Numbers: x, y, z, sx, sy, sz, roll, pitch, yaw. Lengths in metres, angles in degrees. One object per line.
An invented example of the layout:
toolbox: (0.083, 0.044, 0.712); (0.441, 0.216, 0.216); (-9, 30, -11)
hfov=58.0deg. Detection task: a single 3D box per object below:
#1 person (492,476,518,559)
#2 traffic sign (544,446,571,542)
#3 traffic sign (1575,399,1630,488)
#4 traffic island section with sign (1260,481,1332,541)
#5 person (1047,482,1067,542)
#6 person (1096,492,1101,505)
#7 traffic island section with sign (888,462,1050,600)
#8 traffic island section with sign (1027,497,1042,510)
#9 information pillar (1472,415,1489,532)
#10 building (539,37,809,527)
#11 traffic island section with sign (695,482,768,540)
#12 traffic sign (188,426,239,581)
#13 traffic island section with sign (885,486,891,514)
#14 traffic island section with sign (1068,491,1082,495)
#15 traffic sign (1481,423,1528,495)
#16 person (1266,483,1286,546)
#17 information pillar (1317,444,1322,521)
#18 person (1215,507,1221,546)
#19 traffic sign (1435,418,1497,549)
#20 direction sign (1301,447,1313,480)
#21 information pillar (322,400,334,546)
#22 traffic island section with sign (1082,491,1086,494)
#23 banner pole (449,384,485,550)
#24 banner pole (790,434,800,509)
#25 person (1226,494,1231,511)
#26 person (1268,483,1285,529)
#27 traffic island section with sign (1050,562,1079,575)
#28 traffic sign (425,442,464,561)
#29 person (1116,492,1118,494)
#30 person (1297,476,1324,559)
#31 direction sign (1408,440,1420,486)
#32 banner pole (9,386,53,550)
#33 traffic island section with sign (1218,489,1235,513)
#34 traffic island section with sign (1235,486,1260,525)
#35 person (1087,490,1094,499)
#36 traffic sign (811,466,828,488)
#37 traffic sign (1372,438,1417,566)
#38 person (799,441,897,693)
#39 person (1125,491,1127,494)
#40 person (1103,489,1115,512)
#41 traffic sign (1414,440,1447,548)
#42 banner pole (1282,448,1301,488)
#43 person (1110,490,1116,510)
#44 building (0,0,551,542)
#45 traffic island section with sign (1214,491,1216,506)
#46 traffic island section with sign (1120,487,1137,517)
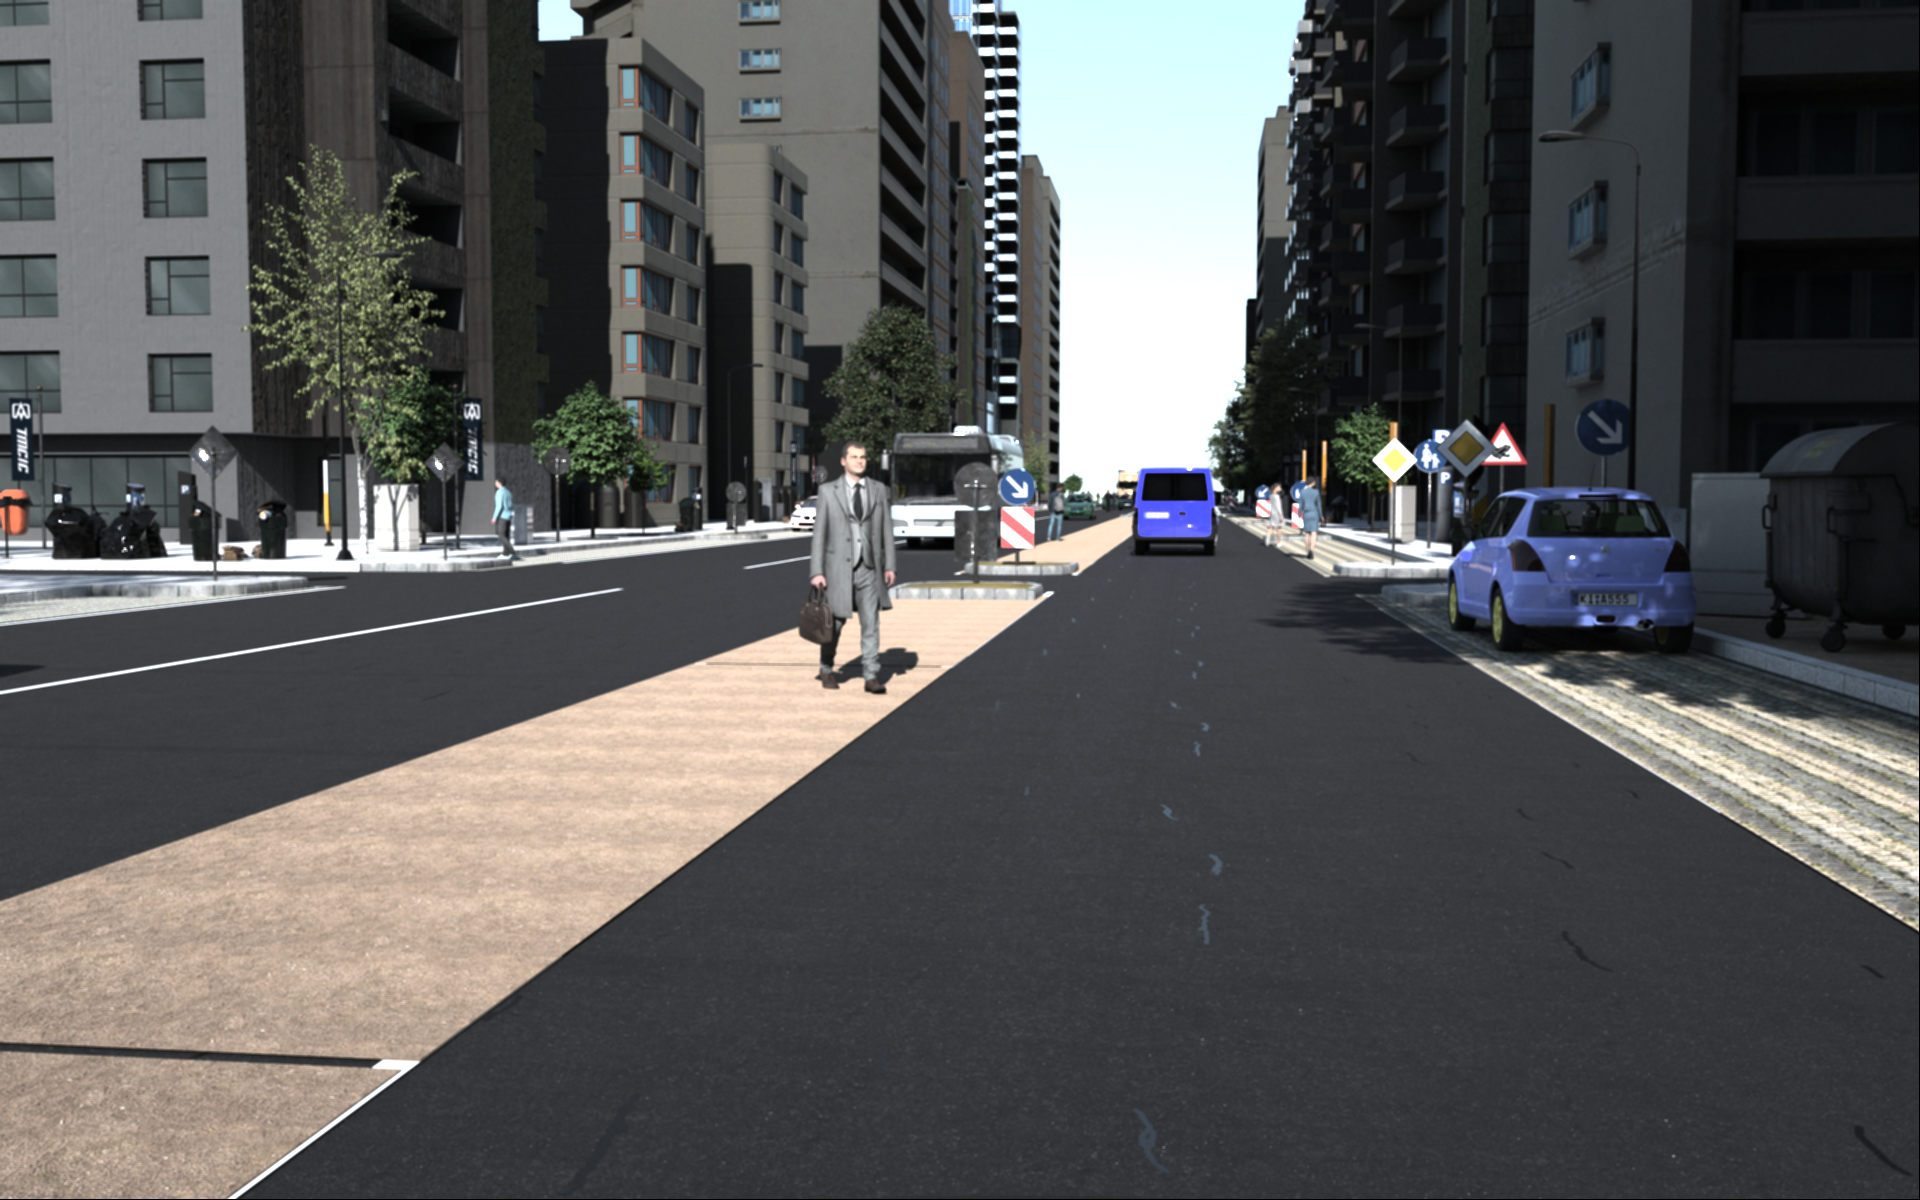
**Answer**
person: (-9.916, -1.792, 37.816); (0.620, 1.820, 0.660); (0, 4, 8)
traffic sign: (-10.673, -2.802, 45.926); (0.768, 2.556, 0.104); (1, 4, 13)
traffic sign: (8.688, -1.423, 23.375); (0.768, 2.556, 0.104); (1, 4, 14)
traffic island section with sign: (10.408, -2.746, 53.527); (1.989, 1.847, 2.006); (0, 4, 7)
person: (2.908, -2.634, 51.912); (0.623, 1.781, 0.721); (1, 4, 14)
person: (18.235, -13.375, 227.703); (0.721, 1.766, 1.217); (2, 4, 33)
traffic island section with sign: (0.144, -0.987, 24.279); (2.006, 1.907, 1.989); (0, 4, 7)
traffic island section with sign: (6.485, -9.194, 158.943); (1.989, 1.847, 2.006); (0, 4, 7)
information pillar: (15.335, -3.655, 51.112); (0.504, 3.616, 0.183); (-1, 4, -16)
building: (-23.857, -14.490, 81.950); (27.650, 21.520, 28.899); (0, 4, 7)
traffic island section with sign: (-7.165, -2.820, 54.734); (1.989, 1.847, 2.006); (0, 4, 7)
traffic sign: (-10.957, -1.332, 25.429); (0.795, 2.450, 0.064); (0, 4, 7)
traffic island section with sign: (-3.564, -4.500, 82.210); (1.989, 1.847, 2.006); (0, 4, 7)
traffic island section with sign: (13.737, -12.583, 214.362); (1.989, 1.847, 2.006); (0, 4, 7)
traffic sign: (9.907, -1.938, 31.689); (0.884, 2.594, 0.081); (1, 4, 15)
person: (8.563, -2.310, 47.022); (0.466, 1.731, 0.760); (2, 4, 33)
information pillar: (16.875, -5.497, 81.231); (0.183, 3.616, 0.504); (3, 5, 42)
person: (6.951, -2.128, 47.569); (0.425, 1.301, 0.394); (0, 4, 7)
traffic sign: (6.734, -1.190, 23.101); (0.795, 2.450, 0.064); (0, 4, 7)
direction sign: (16.682, -5.590, 83.398); (0.876, 3.537, 0.379); (-3, 5, -42)
information pillar: (-15.642, -3.146, 42.795); (0.183, 3.616, 0.504); (-1, 4, -12)
traffic island section with sign: (17.239, -14.218, 241.089); (1.989, 1.847, 2.006); (0, 4, 7)
banner pole: (-11.314, -3.039, 39.698); (0.863, 3.779, 0.401); (-3, 4, -36)
banner pole: (-6.843, -5.023, 72.149); (0.401, 3.779, 0.863); (2, 4, 25)
person: (21.761, -7.820, 139.586); (0.991, 1.433, 0.599); (-3, 5, -42)
person: (13.048, -3.877, 71.244); (0.474, 1.900, 0.648); (-3, 5, -42)
traffic island section with sign: (1.115, -1.436, 31.622); (2.006, 1.907, 1.989); (0, 4, 7)
traffic sign: (-9.921, -1.817, 33.346); (0.795, 2.450, 0.064); (0, 4, 7)
person: (20.971, -13.519, 230.050); (0.721, 1.766, 1.217); (0, 4, 0)
person: (7.662, -1.801, 37.972); (0.581, 1.822, 0.654); (2, 4, 25)
direction sign: (19.075, -4.945, 72.850); (0.876, 3.537, 0.379); (-3, 5, -44)
banner pole: (-21.421, -3.053, 39.927); (0.863, 3.779, 0.401); (-3, 4, -39)
traffic island section with sign: (20.344, -7.387, 129.403); (1.989, 1.847, 2.006); (0, 4, 7)
traffic island section with sign: (13.903, -4.381, 80.255); (1.989, 1.847, 2.006); (0, 4, 7)
person: (12.358, -9.671, 166.759); (1.348, 1.807, 0.705); (-1, 4, -19)
traffic sign: (-6.311, -4.737, 77.563); (0.768, 2.556, 0.104); (1, 4, 9)
traffic sign: (7.770, -1.674, 31.019); (0.795, 2.450, 0.064); (0, 4, 7)
person: (-0.784, -0.239, 12.510); (0.694, 1.812, 0.767); (-1, 4, -21)
person: (17.526, -10.591, 182.215); (0.434, 1.755, 0.990); (-1, 4, -10)
person: (12.144, -8.148, 141.735); (1.348, 1.821, 0.705); (-3, 4, -36)
traffic sign: (11.062, -2.489, 40.794); (0.768, 2.556, 0.104); (1, 4, 9)
banner pole: (17.935, -6.377, 94.283); (0.863, 3.779, 0.401); (0, 4, -6)
person: (13.533, -8.857, 153.754); (0.568, 1.767, 0.683); (2, 4, 25)
building: (-21.650, -17.125, 51.691); (14.160, 30.474, 14.107); (0, 4, 7)
traffic island section with sign: (23.838, -9.022, 156.132); (1.989, 1.847, 2.006); (0, 4, 7)
traffic island section with sign: (10.857, -5.993, 106.129); (2.006, 1.907, 1.989); (0, 4, 7)
